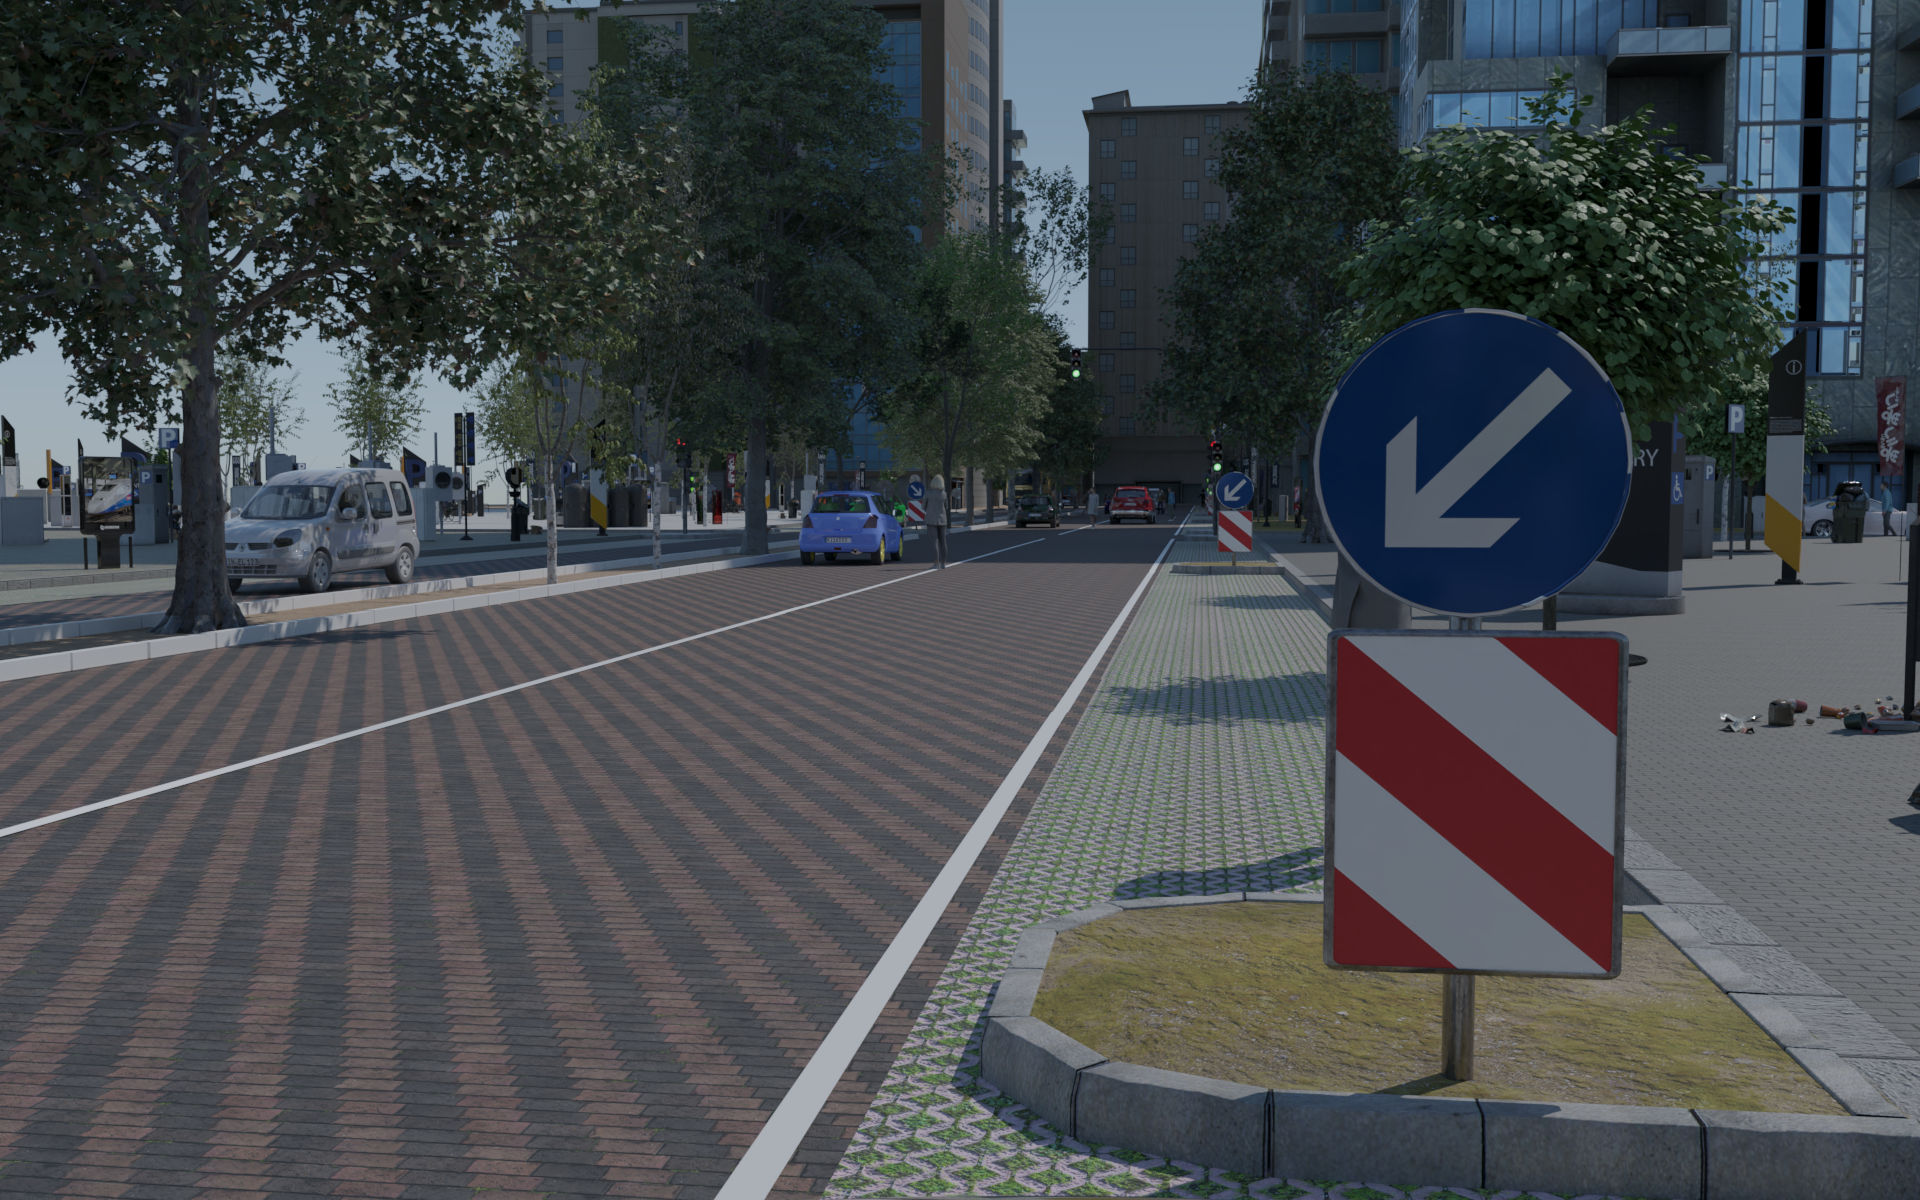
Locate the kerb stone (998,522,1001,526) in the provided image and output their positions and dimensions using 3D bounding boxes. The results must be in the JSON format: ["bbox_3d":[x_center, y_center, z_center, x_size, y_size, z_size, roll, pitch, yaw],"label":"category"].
[{"bbox_3d":[1.592,-3.351,76.991,0.120,0.150,1.000,0,4,8],"label":"kerb stone"}]

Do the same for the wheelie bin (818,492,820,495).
[{"bbox_3d":[-10.128,-6.875,120.320,0.980,1.594,0.693,2,4,28],"label":"wheelie bin"}]

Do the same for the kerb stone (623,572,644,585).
[{"bbox_3d":[-5.311,-0.338,27.719,0.120,0.150,1.000,0,4,8],"label":"kerb stone"}]

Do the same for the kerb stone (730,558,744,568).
[{"bbox_3d":[-4.454,-0.711,33.819,0.120,0.150,1.000,0,4,8],"label":"kerb stone"}]

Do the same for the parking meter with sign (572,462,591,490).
[{"bbox_3d":[-20.577,-6.108,96.125,1.738,3.016,0.543,-2,4,-31],"label":"parking meter with sign"}]

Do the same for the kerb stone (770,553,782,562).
[{"bbox_3d":[-4.025,-0.897,36.858,0.120,0.150,1.000,0,4,8],"label":"kerb stone"}]

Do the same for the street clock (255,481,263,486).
[{"bbox_3d":[-40.275,-5.810,99.570,0.358,2.002,0.471,1,4,9],"label":"street clock"}]

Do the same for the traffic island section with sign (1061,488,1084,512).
[{"bbox_3d":[8.939,-7.880,136.968,2.006,1.907,1.989,0,4,8],"label":"traffic island section with sign"}]

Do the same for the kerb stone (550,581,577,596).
[{"bbox_3d":[-5.732,-0.150,24.680,0.120,0.150,1.000,0,4,8],"label":"kerb stone"}]

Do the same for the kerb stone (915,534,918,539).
[{"bbox_3d":[-1.469,-2.013,55.110,0.120,0.150,1.000,0,4,8],"label":"kerb stone"}]

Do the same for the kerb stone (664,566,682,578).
[{"bbox_3d":[-5.027,-0.462,29.750,0.120,0.150,1.000,0,4,8],"label":"kerb stone"}]

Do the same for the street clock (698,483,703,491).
[{"bbox_3d":[-17.347,-6.797,115.701,0.358,2.002,0.471,-2,4,-28],"label":"street clock"}]

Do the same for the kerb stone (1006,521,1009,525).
[{"bbox_3d":[2.015,-3.537,80.028,0.120,0.150,1.000,0,4,8],"label":"kerb stone"}]

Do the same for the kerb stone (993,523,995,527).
[{"bbox_3d":[1.304,-3.227,74.963,0.120,0.150,1.000,0,4,8],"label":"kerb stone"}]

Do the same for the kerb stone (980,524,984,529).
[{"bbox_3d":[0.738,-2.970,70.903,0.120,0.150,1.000,0,4,8],"label":"kerb stone"}]

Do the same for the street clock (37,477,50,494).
[{"bbox_3d":[-39.298,-4.264,74.283,0.471,2.002,0.358,-2,4,-35],"label":"street clock"}]

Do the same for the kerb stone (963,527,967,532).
[{"bbox_3d":[0.032,-2.665,65.811,0.120,0.150,1.000,0,4,8],"label":"kerb stone"}]

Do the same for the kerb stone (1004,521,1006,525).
[{"bbox_3d":[1.865,-3.475,79.017,0.120,0.150,1.000,0,4,8],"label":"kerb stone"}]

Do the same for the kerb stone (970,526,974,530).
[{"bbox_3d":[0.308,-2.792,67.853,0.120,0.150,1.000,0,4,8],"label":"kerb stone"}]

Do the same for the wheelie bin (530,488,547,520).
[{"bbox_3d":[-20.891,-4.786,86.165,0.980,1.594,0.693,0,4,6],"label":"wheelie bin"}]

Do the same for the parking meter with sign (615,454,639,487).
[{"bbox_3d":[-14.615,-4.787,74.526,0.543,3.016,1.738,2,4,33],"label":"parking meter with sign"}]

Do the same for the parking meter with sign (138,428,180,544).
[{"bbox_3d":[-20.876,-2.967,44.769,0.543,3.016,1.738,0,4,7],"label":"parking meter with sign"}]

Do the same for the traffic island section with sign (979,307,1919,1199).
[{"bbox_3d":[1.094,0.253,4.493,1.989,1.847,2.006,0,4,8],"label":"traffic island section with sign"}]

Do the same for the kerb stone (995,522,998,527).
[{"bbox_3d":[1.447,-3.288,75.975,0.120,0.150,1.000,0,4,8],"label":"kerb stone"}]

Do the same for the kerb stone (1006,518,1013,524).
[{"bbox_3d":[2.302,-3.661,82.058,0.120,0.150,1.000,0,4,8],"label":"kerb stone"}]

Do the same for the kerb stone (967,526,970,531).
[{"bbox_3d":[0.160,-2.730,66.828,0.120,0.150,1.000,0,4,8],"label":"kerb stone"}]

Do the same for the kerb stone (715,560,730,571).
[{"bbox_3d":[-4.591,-0.644,32.807,0.120,0.150,1.000,0,4,8],"label":"kerb stone"}]

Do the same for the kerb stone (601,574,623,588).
[{"bbox_3d":[-5.454,-0.276,26.707,0.120,0.150,1.000,0,4,8],"label":"kerb stone"}]

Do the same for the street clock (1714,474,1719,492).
[{"bbox_3d":[18.749,-2.380,43.477,0.471,2.002,0.358,-1,4,-9],"label":"street clock"}]

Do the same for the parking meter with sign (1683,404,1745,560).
[{"bbox_3d":[14.639,-2.341,34.544,0.543,3.016,1.738,-2,4,-35],"label":"parking meter with sign"}]

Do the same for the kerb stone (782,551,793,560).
[{"bbox_3d":[-3.887,-0.955,37.871,0.120,0.150,1.000,0,4,8],"label":"kerb stone"}]

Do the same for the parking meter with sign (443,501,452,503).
[{"bbox_3d":[-35.553,-7.453,118.122,1.738,3.016,0.543,-1,4,-22],"label":"parking meter with sign"}]

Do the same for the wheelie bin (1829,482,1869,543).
[{"bbox_3d":[23.398,-2.300,45.508,0.980,1.594,0.693,0,4,-2],"label":"wheelie bin"}]

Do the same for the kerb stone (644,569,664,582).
[{"bbox_3d":[-5.171,-0.397,28.732,0.120,0.150,1.000,0,4,8],"label":"kerb stone"}]

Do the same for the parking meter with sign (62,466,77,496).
[{"bbox_3d":[-55.014,-6.831,107.944,0.543,3.016,1.738,1,4,15],"label":"parking meter with sign"}]

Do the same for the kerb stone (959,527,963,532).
[{"bbox_3d":[-0.123,-2.605,64.793,0.120,0.150,1.000,0,4,8],"label":"kerb stone"}]

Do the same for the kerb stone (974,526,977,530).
[{"bbox_3d":[0.453,-2.854,68.864,0.120,0.150,1.000,0,4,8],"label":"kerb stone"}]

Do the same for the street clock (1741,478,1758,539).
[{"bbox_3d":[22.740,-2.770,49.861,0.358,2.002,0.471,-3,5,-43],"label":"street clock"}]

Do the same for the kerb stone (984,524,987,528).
[{"bbox_3d":[0.875,-3.035,71.917,0.120,0.150,1.000,0,4,8],"label":"kerb stone"}]

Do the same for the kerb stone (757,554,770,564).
[{"bbox_3d":[-4.170,-0.828,35.844,0.120,0.150,1.000,0,4,8],"label":"kerb stone"}]

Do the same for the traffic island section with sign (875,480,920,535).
[{"bbox_3d":[-2.507,-2.880,55.217,2.006,1.907,1.989,0,4,8],"label":"traffic island section with sign"}]

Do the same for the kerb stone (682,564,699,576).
[{"bbox_3d":[-4.884,-0.524,30.767,0.120,0.150,1.000,0,4,8],"label":"kerb stone"}]

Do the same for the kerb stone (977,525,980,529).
[{"bbox_3d":[0.592,-2.916,69.877,0.120,0.150,1.000,0,4,8],"label":"kerb stone"}]

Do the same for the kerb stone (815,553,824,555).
[{"bbox_3d":[-3.321,-1.202,41.920,0.120,0.150,1.000,0,4,8],"label":"kerb stone"}]

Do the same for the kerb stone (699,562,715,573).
[{"bbox_3d":[-4.738,-0.586,31.778,0.120,0.150,1.000,0,4,8],"label":"kerb stone"}]

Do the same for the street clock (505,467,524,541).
[{"bbox_3d":[-12.114,-2.604,47.141,0.358,2.002,0.471,3,4,37],"label":"street clock"}]

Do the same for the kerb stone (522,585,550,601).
[{"bbox_3d":[-5.879,-0.090,23.669,0.120,0.150,1.000,0,4,8],"label":"kerb stone"}]

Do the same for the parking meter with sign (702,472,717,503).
[{"bbox_3d":[-19.645,-8.609,137.017,1.738,3.016,0.543,2,4,27],"label":"parking meter with sign"}]

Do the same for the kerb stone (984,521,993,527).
[{"bbox_3d":[1.161,-3.165,73.948,0.120,0.150,1.000,0,4,8],"label":"kerb stone"}]

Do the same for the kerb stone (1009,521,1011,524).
[{"bbox_3d":[2.161,-3.595,81.044,0.120,0.150,1.000,0,4,8],"label":"kerb stone"}]

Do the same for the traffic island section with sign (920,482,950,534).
[{"bbox_3d":[-1.470,-3.328,62.551,2.006,1.907,1.989,0,4,8],"label":"traffic island section with sign"}]

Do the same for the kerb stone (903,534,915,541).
[{"bbox_3d":[-1.620,-1.950,54.099,0.120,0.150,1.000,0,4,8],"label":"kerb stone"}]

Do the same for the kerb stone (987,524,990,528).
[{"bbox_3d":[1.029,-3.103,72.934,0.120,0.150,1.000,0,4,8],"label":"kerb stone"}]

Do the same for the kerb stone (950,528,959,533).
[{"bbox_3d":[-0.258,-2.543,63.778,0.120,0.150,1.000,0,4,8],"label":"kerb stone"}]

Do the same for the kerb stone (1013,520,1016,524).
[{"bbox_3d":[2.444,-3.723,83.071,0.120,0.150,1.000,0,4,8],"label":"kerb stone"}]

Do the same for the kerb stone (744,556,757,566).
[{"bbox_3d":[-4.312,-0.773,34.831,0.120,0.150,1.000,0,4,8],"label":"kerb stone"}]

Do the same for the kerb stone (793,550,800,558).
[{"bbox_3d":[-3.750,-1.018,38.883,0.120,0.150,1.000,0,4,8],"label":"kerb stone"}]

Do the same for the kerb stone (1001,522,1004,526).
[{"bbox_3d":[1.731,-3.413,78.004,0.120,0.150,1.000,0,4,8],"label":"kerb stone"}]

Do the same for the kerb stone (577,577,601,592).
[{"bbox_3d":[-5.594,-0.214,25.694,0.120,0.150,1.000,0,4,8],"label":"kerb stone"}]
